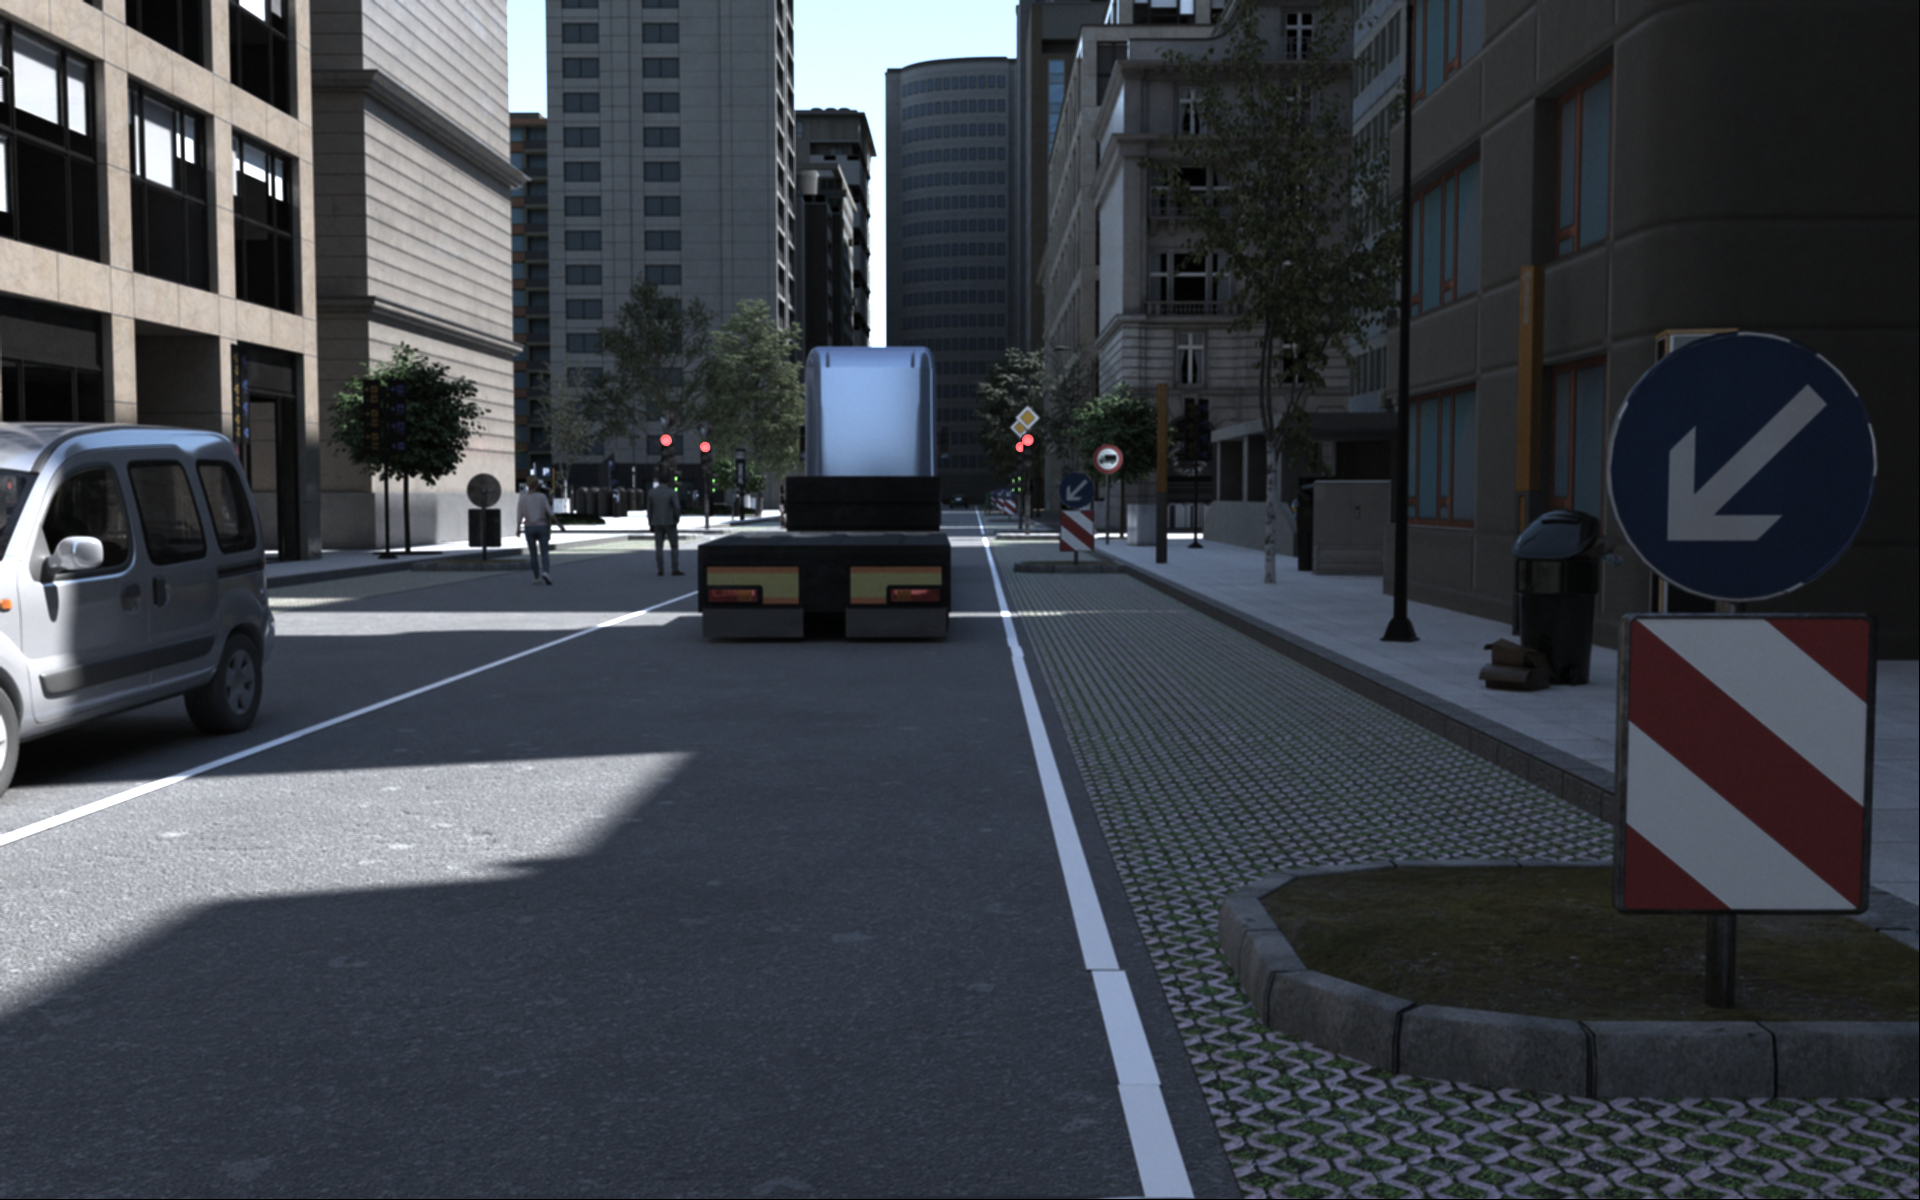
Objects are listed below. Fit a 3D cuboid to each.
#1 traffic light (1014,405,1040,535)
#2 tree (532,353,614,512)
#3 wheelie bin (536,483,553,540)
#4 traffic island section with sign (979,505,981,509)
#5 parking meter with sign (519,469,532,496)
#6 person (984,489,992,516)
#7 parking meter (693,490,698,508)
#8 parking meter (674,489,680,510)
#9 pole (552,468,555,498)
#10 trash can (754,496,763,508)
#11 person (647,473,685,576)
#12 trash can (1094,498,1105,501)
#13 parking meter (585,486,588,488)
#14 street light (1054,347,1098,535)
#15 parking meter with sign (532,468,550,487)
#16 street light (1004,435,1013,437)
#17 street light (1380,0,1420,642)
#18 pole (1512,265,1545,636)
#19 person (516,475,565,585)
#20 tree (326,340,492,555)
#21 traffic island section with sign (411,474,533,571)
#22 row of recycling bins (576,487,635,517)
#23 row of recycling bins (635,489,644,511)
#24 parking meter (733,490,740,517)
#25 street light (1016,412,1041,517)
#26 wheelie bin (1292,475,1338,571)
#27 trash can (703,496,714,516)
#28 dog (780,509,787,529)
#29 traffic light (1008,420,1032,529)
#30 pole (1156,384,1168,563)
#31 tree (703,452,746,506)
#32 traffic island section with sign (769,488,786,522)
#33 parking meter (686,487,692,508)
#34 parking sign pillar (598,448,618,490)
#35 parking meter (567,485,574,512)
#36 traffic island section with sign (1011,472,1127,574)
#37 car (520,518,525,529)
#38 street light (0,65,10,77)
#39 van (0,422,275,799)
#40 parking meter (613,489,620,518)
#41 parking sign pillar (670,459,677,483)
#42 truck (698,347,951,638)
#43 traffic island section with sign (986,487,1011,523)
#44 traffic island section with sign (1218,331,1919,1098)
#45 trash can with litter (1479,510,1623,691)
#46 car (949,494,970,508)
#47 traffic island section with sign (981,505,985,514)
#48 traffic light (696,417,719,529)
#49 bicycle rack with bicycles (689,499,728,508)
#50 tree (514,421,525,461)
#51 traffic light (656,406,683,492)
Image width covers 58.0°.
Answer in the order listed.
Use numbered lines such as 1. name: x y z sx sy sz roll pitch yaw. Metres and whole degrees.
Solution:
1. traffic light: 2.120 -4.033 54.868 0.839 4.253 0.868 0 4 0
2. tree: -20.546 -8.589 90.800 4.360 8.622 3.978 0 3 0
3. wheelie bin: -11.660 -2.462 48.156 0.693 1.594 0.980 -1 4 -18
4. traffic island section with sign: 2.948 -9.584 165.328 1.989 1.847 2.006 0 4 0
5. parking meter with sign: -30.615 -7.681 121.842 1.738 3.016 0.543 2 4 34
6. person: 1.825 -6.398 113.349 0.529 1.795 0.600 0 4 -7
7. parking meter: -18.476 -6.885 120.976 0.372 1.533 0.369 0 3 0
8. parking meter: -14.967 -5.067 91.259 0.372 1.533 0.369 0 3 0
9. pole: -31.615 -8.618 134.744 0.158 3.312 0.155 0 3 0
10. trash can: -15.489 -7.434 133.206 0.748 1.137 0.748 0 3 0
11. person: -5.199 -1.340 30.509 0.635 1.810 0.391 0 4 -1
12. trash can: 4.964 -3.177 63.597 0.748 1.137 0.748 0 3 0
13. parking meter: -28.746 -7.797 133.186 0.255 1.863 0.399 -1 4 -16
14. street light: 3.654 -5.028 54.752 1.470 5.913 1.316 0 4 0
15. parking meter with sign: -27.637 -7.245 114.709 0.543 3.016 1.738 -2 4 -29
16. street light: 4.211 -10.063 137.074 1.470 5.913 1.316 0 4 0
17. street light: 3.318 -2.598 15.022 1.470 5.913 1.316 0 4 0
18. pole: 5.122 -1.331 15.599 0.158 3.312 0.155 0 3 0
19. person: -6.626 -1.118 27.451 0.731 1.740 0.598 -2 4 -24
20. tree: -11.780 -3.265 37.095 4.285 4.588 4.351 0 3 0
21. traffic island section with sign: -9.114 -1.479 32.811 1.989 1.847 2.006 0 4 0
22. row of recycling bins: -20.216 -5.535 97.614 3.534 1.692 1.069 2 4 29
23. row of recycling bins: -25.028 -7.489 129.556 1.069 1.692 3.534 2 4 35
24. parking meter: -12.636 -5.465 97.762 0.372 1.533 0.369 0 3 0
25. street light: 3.865 -7.650 97.620 1.470 5.913 1.316 0 4 0
26. wheelie bin: 6.014 -1.291 29.018 0.980 1.594 0.693 1 4 21
27. trash can: -14.473 -5.387 99.730 0.748 1.137 0.748 0 3 0
28. dog: -7.134 -3.336 71.380 0.800 0.831 0.513 -2 4 -32
29. traffic light: 2.177 -4.522 62.853 0.839 4.253 0.868 0 4 0
30. pole: 3.746 -2.340 32.095 0.158 3.312 0.155 0 3 0
31. tree: -17.659 -8.945 129.964 4.285 4.588 4.351 0 3 0
32. traffic island section with sign: -8.713 -4.904 88.814 1.989 1.847 2.006 0 4 0
33. parking meter: -20.931 -7.835 133.805 0.399 1.863 0.255 -1 4 -12
34. parking sign pillar: -20.162 -6.878 100.921 1.447 3.967 1.447 -1 4 -15
35. parking meter: -23.897 -6.150 106.263 0.255 1.863 0.399 1 4 14
36. traffic island section with sign: 2.000 -1.428 31.975 1.989 1.847 2.006 0 4 0
37. car: -17.255 -2.892 59.654 4.827 1.381 2.083 0 4 1
38. street light: -10.962 -2.833 18.866 1.470 5.913 1.316 0 4 0
39. van: -5.172 -0.126 9.074 2.013 2.044 4.112 0 4 2
40. parking meter: -18.720 -5.256 94.351 0.372 1.533 0.369 0 3 0
41. parking sign pillar: -21.974 -8.758 131.669 1.447 3.967 1.447 1 4 15
42. truck: -1.503 -2.208 25.859 2.967 4.110 18.799 0 4 -1
43. traffic island section with sign: 2.394 -4.828 87.565 1.989 1.847 2.006 0 4 0
44. traffic island section with sign: 1.812 0.221 5.021 1.989 1.847 2.006 0 4 0
45. trash can with litter: 3.938 -0.012 11.581 0.624 1.170 1.055 3 5 42
46. car: -0.077 -10.027 175.736 2.131 1.459 4.920 0 4 2
47. traffic island section with sign: 2.595 -6.517 115.173 1.989 1.847 2.006 0 4 0
48. traffic light: -9.184 -4.526 62.917 0.839 4.253 0.868 0 4 0
49. bicycle rack with bicycles: -17.884 -6.682 122.638 2.925 0.926 2.852 -3 4 -37
50. tree: -36.112 -11.256 134.395 4.737 8.622 4.395 0 3 0
51. traffic light: -9.241 -4.037 54.933 0.839 4.253 0.868 0 4 0
